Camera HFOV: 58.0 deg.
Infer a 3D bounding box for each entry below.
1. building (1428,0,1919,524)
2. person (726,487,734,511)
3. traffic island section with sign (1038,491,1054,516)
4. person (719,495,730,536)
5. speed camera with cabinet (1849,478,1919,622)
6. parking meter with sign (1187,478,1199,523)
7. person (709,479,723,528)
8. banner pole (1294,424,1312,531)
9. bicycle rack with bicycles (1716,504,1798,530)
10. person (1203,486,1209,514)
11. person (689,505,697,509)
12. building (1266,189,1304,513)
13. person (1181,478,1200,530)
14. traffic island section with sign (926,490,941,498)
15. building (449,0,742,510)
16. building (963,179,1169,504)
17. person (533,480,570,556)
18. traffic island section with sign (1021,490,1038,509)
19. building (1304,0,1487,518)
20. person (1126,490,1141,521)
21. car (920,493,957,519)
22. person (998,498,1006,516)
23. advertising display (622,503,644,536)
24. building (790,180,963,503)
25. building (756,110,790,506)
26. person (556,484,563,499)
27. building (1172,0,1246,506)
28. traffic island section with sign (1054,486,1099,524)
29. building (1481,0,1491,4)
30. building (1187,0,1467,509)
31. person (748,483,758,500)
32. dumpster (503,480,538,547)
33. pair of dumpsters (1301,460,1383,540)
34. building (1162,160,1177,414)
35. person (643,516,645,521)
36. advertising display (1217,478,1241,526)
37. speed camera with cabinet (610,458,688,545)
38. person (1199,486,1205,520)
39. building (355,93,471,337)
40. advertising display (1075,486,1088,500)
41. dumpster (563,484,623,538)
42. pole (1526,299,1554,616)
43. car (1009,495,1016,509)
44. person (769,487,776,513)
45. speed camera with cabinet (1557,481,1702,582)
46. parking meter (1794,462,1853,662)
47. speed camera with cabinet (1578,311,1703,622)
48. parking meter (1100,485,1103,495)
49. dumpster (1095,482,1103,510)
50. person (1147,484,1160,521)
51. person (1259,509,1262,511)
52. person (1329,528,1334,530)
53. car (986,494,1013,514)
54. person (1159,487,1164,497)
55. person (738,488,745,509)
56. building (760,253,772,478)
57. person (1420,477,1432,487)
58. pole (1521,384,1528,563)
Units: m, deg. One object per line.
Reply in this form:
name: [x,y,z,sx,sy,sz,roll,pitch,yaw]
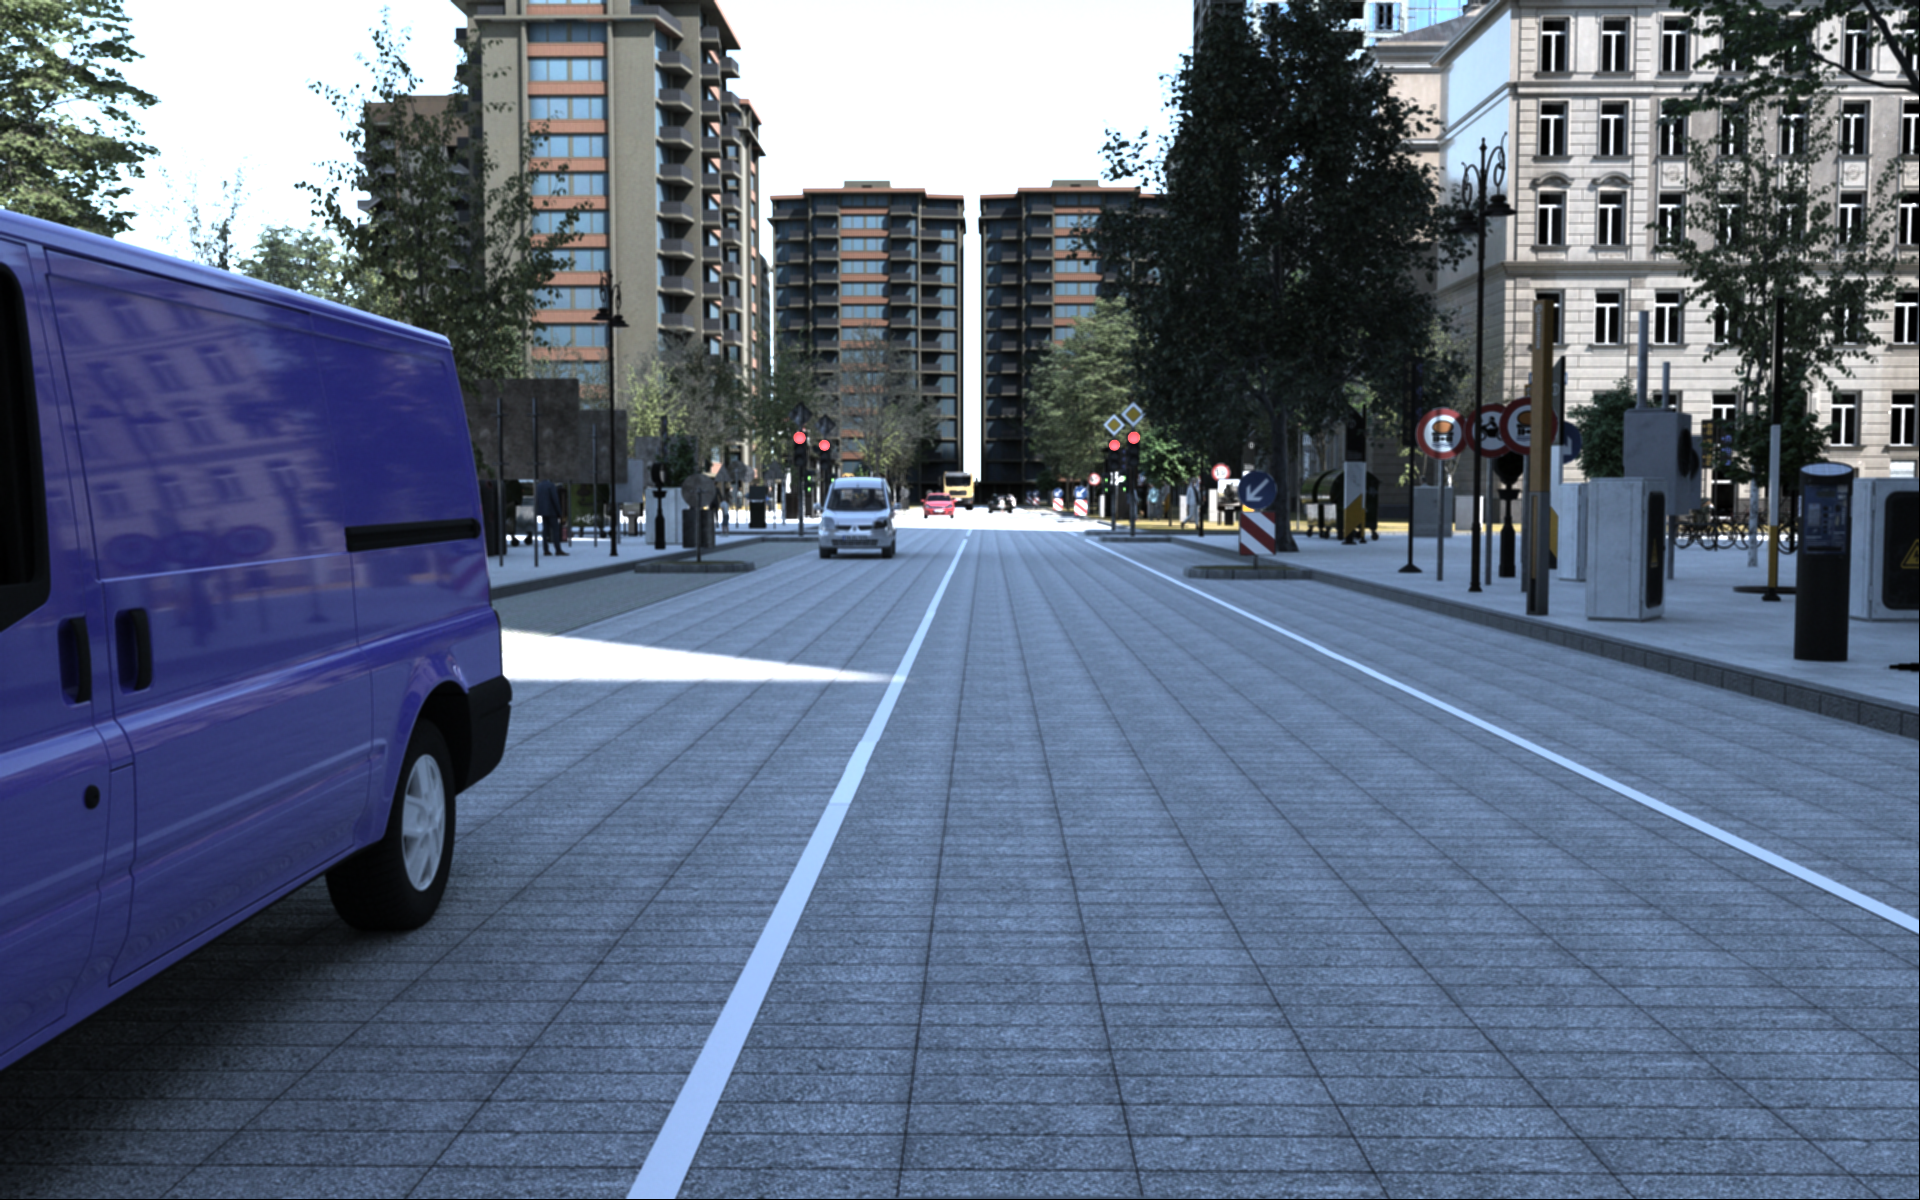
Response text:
building: [35.428,-17.237,79.081,25.104,27.353,12.463,0,4,1]
person: [-17.532,-7.750,132.539,0.755,1.850,0.659,-2,4,-27]
traffic island section with sign: [6.217,-6.336,112.228,1.989,1.847,2.006,0,4,1]
person: [-7.131,-2.548,52.390,0.332,1.250,0.352,-1,4,-22]
speed camera with cabinet: [10.128,-1.413,17.432,2.038,3.252,0.660,0,4,5]
parking meter with sign: [10.326,-4.905,76.464,0.543,3.016,1.738,0,4,0]
person: [-9.376,-3.687,66.099,0.659,1.850,0.755,-1,4,-10]
banner pole: [12.059,-4.332,60.844,0.401,3.779,0.863,-2,4,-34]
bicycle rack with bicycles: [28.912,-2.956,61.705,2.852,0.926,2.925,-2,4,-34]
person: [15.601,-6.375,110.679,0.661,1.777,0.834,0,4,8]
person: [-8.816,-3.045,58.069,0.755,1.850,0.659,3,5,42]
building: [29.462,-19.911,122.802,12.463,27.353,25.104,0,4,1]
person: [8.263,-3.413,61.717,0.818,1.842,0.514,2,4,33]
traffic island section with sign: [-2.786,-9.469,163.447,1.989,1.847,2.006,0,4,1]
building: [-30.936,-30.317,150.304,22.147,44.769,28.867,0,4,1]
building: [15.316,-36.022,243.591,28.867,44.769,22.147,0,4,1]
person: [-8.573,-1.832,36.175,0.721,1.800,0.419,1,4,22]
traffic island section with sign: [7.019,-9.414,162.546,1.989,1.847,2.006,0,4,1]
building: [28.035,-19.217,100.097,13.634,28.700,20.117,0,4,1]
person: [8.152,-4.617,81.715,0.721,1.800,0.419,3,4,39]
car: [-1.234,-5.660,101.581,2.155,1.783,4.494,0,4,-1]
person: [2.694,-6.014,111.841,0.505,1.210,0.382,-1,4,-15]
advertising display: [-9.985,-2.911,52.815,0.974,1.923,0.123,3,5,45]
building: [-13.544,-36.063,244.261,28.867,44.769,22.147,0,4,1]
building: [-34.373,-32.530,186.485,28.867,44.769,22.147,0,4,1]
person: [-12.182,-2.862,52.620,0.659,1.850,0.755,-3,4,-39]
building: [33.937,-45.672,184.992,20.563,71.187,20.611,0,4,1]
traffic island section with sign: [5.796,-4.688,85.276,1.989,1.847,2.006,0,4,1]
building: [68.088,-49.108,241.173,20.611,71.187,20.563,0,4,1]
building: [34.031,-51.697,157.915,22.319,86.520,31.000,0,4,1]
person: [-9.848,-4.760,83.858,0.794,1.824,0.713,-2,4,-24]
dumpster: [-11.301,-2.465,42.794,1.502,2.255,1.985,0,4,1]
pair of dumpsters: [10.973,-2.895,49.825,1.574,2.255,4.437,0,4,1]
building: [43.551,-40.202,246.547,27.495,52.752,28.713,0,4,1]
person: [-14.899,-4.474,79.941,0.760,1.731,0.466,-1,4,-17]
advertising display: [10.983,-4.003,70.660,0.974,1.923,0.123,0,4,4]
speed camera with cabinet: [-7.975,-3.065,44.444,2.038,3.252,0.660,2,4,24]
person: [11.999,-4.853,86.394,0.522,1.701,0.512,0,4,-4]
building: [-56.830,-33.089,191.116,14.200,45.320,14.600,0,4,1]
advertising display: [9.397,-7.893,134.262,0.974,1.923,0.123,1,4,17]
dumpster: [-10.793,-2.950,50.732,1.502,2.255,1.985,0,4,1]
pole: [6.122,-1.494,18.267,0.158,3.312,0.155,0,3,0]
car: [4.484,-9.557,168.624,2.083,1.381,4.827,0,4,1]
person: [-12.947,-6.853,118.505,0.576,1.772,0.534,3,5,44]
speed camera with cabinet: [9.946,-1.918,25.691,2.038,3.252,0.660,-1,4,-13]
parking meter: [6.676,-0.305,13.391,0.372,1.533,0.369,0,3,0]
speed camera with cabinet: [7.157,-1.457,18.160,0.660,3.252,2.038,2,4,35]
parking meter: [9.083,-6.355,109.619,0.399,1.863,0.255,0,4,-2]
dumpster: [11.303,-8.122,135.285,1.502,2.255,1.985,0,4,1]
person: [9.381,-4.768,83.868,0.638,1.841,0.748,-1,4,-14]
person: [11.286,-3.622,65.367,0.850,1.850,0.679,2,4,33]
person: [13.135,-3.372,61.660,0.782,1.767,0.515,-3,5,-40]
car: [2.967,-7.223,127.887,2.009,1.686,4.222,0,4,-1]
person: [12.221,-6.073,105.516,0.466,1.800,0.511,0,4,6]
person: [-18.838,-8.717,148.643,0.705,1.814,1.350,1,4,17]
building: [-39.994,-34.114,249.642,23.993,40.220,32.217,0,4,1]
person: [14.147,-2.846,52.669,0.635,1.810,0.391,-2,4,-33]
pole: [10.597,-2.352,32.303,0.158,3.312,0.155,0,3,0]
